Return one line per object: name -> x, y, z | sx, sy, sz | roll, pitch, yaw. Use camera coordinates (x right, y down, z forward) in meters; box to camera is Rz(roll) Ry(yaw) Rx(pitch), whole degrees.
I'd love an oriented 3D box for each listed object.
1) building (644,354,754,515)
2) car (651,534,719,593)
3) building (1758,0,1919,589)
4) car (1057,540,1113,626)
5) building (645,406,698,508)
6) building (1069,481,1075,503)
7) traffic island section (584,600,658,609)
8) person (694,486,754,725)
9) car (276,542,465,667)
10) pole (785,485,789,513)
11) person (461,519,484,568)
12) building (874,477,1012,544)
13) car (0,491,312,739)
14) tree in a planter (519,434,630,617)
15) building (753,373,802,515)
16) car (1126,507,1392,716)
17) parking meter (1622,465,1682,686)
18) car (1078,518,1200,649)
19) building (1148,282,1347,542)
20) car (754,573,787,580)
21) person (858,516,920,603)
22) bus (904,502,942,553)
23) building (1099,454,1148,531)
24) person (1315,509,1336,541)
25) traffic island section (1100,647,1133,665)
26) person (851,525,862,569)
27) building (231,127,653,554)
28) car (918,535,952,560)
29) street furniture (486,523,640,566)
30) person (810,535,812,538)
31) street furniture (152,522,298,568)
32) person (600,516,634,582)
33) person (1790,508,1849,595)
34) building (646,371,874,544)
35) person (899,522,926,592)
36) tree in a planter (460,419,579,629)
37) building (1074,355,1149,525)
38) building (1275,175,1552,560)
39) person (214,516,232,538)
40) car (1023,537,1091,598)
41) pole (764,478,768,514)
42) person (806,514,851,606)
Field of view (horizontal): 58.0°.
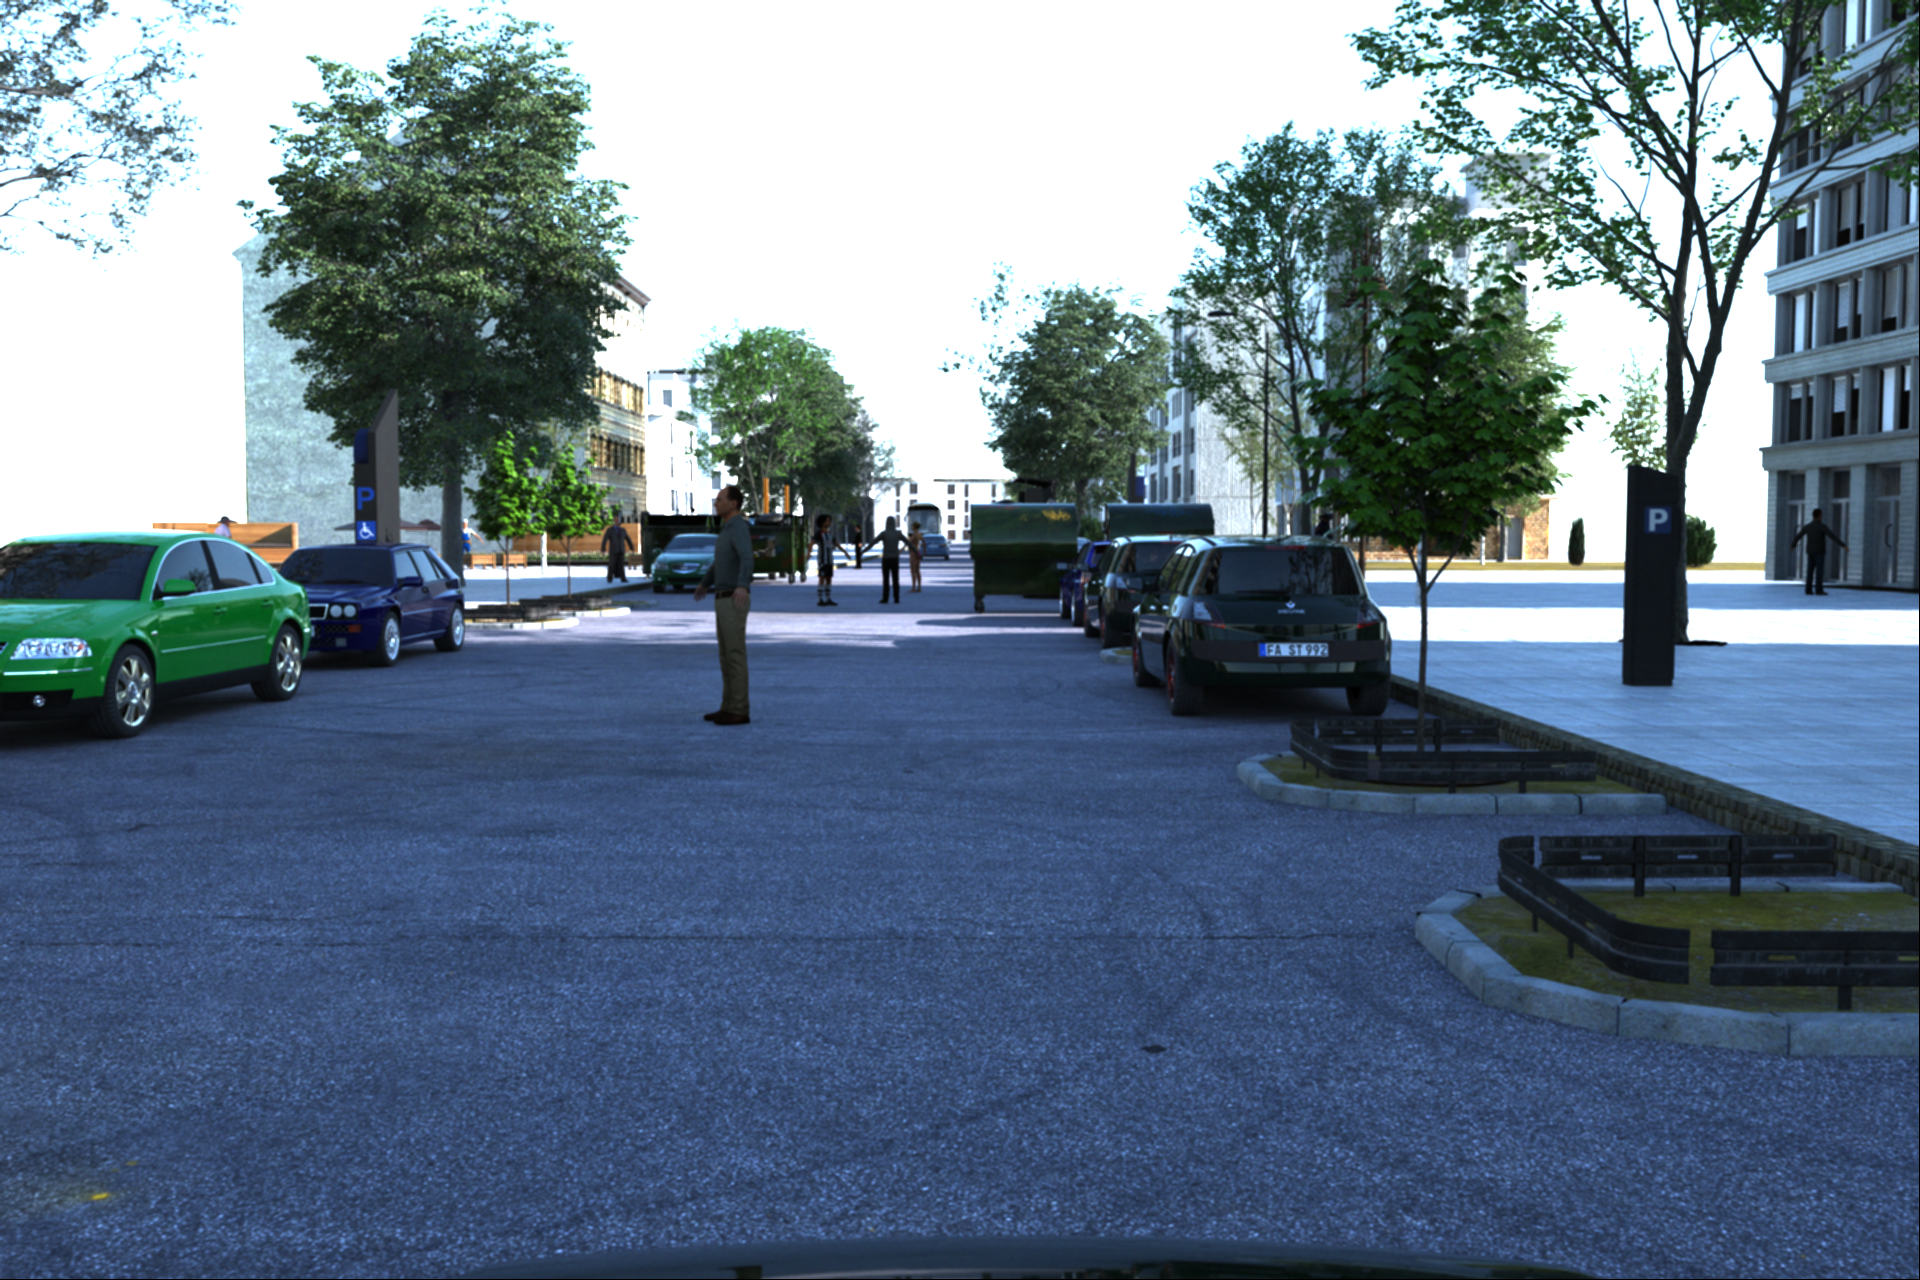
building -> -28.270, -19.957, 182.722 | 16.016, 20.090, 11.380 | 0, 4, 0
car -> -6.587, -1.959, 43.830 | 2.131, 1.459, 4.920 | 0, 4, 0
building -> 24.472, -11.556, 35.620 | 8.464, 21.280, 15.925 | 0, 4, 0
car -> 2.579, -0.955, 28.202 | 1.945, 1.354, 3.894 | 0, 4, -1
building -> -23.743, -11.317, 127.181 | 9.099, 9.664, 28.070 | 0, 3, 0
building -> 24.329, -24.420, 230.188 | 19.493, 23.208, 18.063 | 0, 4, 0
traffic island section -> -7.030, -0.690, 34.154 | 1.991, 0.108, 1.994 | 0, 4, 1
person -> -1.761, -0.270, 13.147 | 0.705, 1.796, 1.348 | -1, 4, -21
car -> -6.980, -0.446, 19.876 | 1.945, 1.354, 3.894 | 0, 4, 0
pole -> -7.263, -4.822, 72.680 | 0.158, 3.312, 0.155 | 0, 3, 0
person -> -18.698, -3.644, 65.443 | 1.347, 1.847, 0.705 | -1, 4, -20
building -> -3.986, -19.060, 256.237 | 28.070, 9.664, 9.099 | 0, 4, 1
car -> -6.662, -0.290, 13.533 | 1.959, 1.807, 4.718 | 0, 4, 0
tree in a planter -> -7.016, -2.066, 30.995 | 1.991, 3.239, 1.994 | 0, 4, 1
building -> -24.435, -20.974, 199.342 | 16.016, 20.090, 11.380 | 0, 4, 1
car -> 2.501, -0.323, 15.067 | 2.009, 1.686, 4.222 | 0, 4, 0
parking meter -> 5.860, -0.548, 14.666 | 0.399, 1.863, 0.255 | 0, 4, 0
car -> 2.595, -0.799, 22.854 | 2.009, 1.686, 4.222 | 0, 4, -1
building -> 24.181, -16.134, 130.243 | 16.747, 18.905, 31.486 | 0, 4, 0
car -> -6.580, -2.854, 55.453 | 1.959, 1.807, 4.718 | 0, 4, 1
person -> -1.449, -1.672, 35.929 | 1.348, 1.813, 0.705 | -1, 4, -19
bus -> -2.748, -8.860, 136.412 | 2.896, 3.916, 12.252 | 0, 4, 0
building -> 20.416, -14.951, 186.602 | 9.099, 9.664, 28.070 | 0, 4, 0
person -> 7.828, -1.905, 37.015 | 0.704, 1.845, 1.351 | 2, 4, 29
traffic island section -> 2.621, 0.191, 19.739 | 1.991, 0.108, 1.994 | 0, 4, 0
person -> -4.192, -3.805, 70.847 | 0.705, 1.806, 1.347 | -1, 4, -17
building -> -29.434, -16.600, 102.346 | 19.493, 23.208, 18.063 | 0, 4, 0
car -> -1.469, -5.110, 95.550 | 2.014, 1.417, 4.499 | 0, 4, 0
street furniture -> -17.381, -3.982, 71.962 | 9.812, 1.723, 11.010 | -1, 4, -9
person -> -7.162, -4.390, 78.492 | 1.216, 1.740, 0.721 | -1, 4, -14
street furniture -> -29.524, -3.716, 67.614 | 11.010, 1.723, 9.812 | -1, 4, -17
person -> -9.065, -2.405, 45.923 | 0.990, 1.755, 0.434 | -2, 4, -34
person -> 18.074, -1.863, 36.529 | 0.705, 1.821, 1.348 | -2, 4, -28
building -> -26.084, -23.788, 232.903 | 27.936, 21.610, 32.646 | 0, 4, -1
person -> -1.164, -2.047, 42.723 | 0.721, 1.733, 1.217 | 2, 4, 31
tree in a planter -> -7.079, -1.824, 27.037 | 1.991, 3.239, 1.994 | 0, 4, 1
building -> 23.572, -23.144, 209.331 | 19.493, 23.208, 18.063 | 0, 4, 1
building -> 23.213, -14.770, 97.904 | 16.016, 20.090, 11.380 | 0, 4, 0
person -> -17.025, -2.032, 40.205 | 0.756, 1.711, 0.436 | 3, 5, 44
car -> 2.309, -1.702, 40.182 | 2.083, 1.381, 4.827 | 0, 4, -1
pole -> -7.098, -4.255, 63.410 | 0.158, 3.312, 0.155 | 0, 3, 0
person -> -2.672, -1.590, 34.594 | 0.704, 1.843, 1.345 | 2, 4, 35
